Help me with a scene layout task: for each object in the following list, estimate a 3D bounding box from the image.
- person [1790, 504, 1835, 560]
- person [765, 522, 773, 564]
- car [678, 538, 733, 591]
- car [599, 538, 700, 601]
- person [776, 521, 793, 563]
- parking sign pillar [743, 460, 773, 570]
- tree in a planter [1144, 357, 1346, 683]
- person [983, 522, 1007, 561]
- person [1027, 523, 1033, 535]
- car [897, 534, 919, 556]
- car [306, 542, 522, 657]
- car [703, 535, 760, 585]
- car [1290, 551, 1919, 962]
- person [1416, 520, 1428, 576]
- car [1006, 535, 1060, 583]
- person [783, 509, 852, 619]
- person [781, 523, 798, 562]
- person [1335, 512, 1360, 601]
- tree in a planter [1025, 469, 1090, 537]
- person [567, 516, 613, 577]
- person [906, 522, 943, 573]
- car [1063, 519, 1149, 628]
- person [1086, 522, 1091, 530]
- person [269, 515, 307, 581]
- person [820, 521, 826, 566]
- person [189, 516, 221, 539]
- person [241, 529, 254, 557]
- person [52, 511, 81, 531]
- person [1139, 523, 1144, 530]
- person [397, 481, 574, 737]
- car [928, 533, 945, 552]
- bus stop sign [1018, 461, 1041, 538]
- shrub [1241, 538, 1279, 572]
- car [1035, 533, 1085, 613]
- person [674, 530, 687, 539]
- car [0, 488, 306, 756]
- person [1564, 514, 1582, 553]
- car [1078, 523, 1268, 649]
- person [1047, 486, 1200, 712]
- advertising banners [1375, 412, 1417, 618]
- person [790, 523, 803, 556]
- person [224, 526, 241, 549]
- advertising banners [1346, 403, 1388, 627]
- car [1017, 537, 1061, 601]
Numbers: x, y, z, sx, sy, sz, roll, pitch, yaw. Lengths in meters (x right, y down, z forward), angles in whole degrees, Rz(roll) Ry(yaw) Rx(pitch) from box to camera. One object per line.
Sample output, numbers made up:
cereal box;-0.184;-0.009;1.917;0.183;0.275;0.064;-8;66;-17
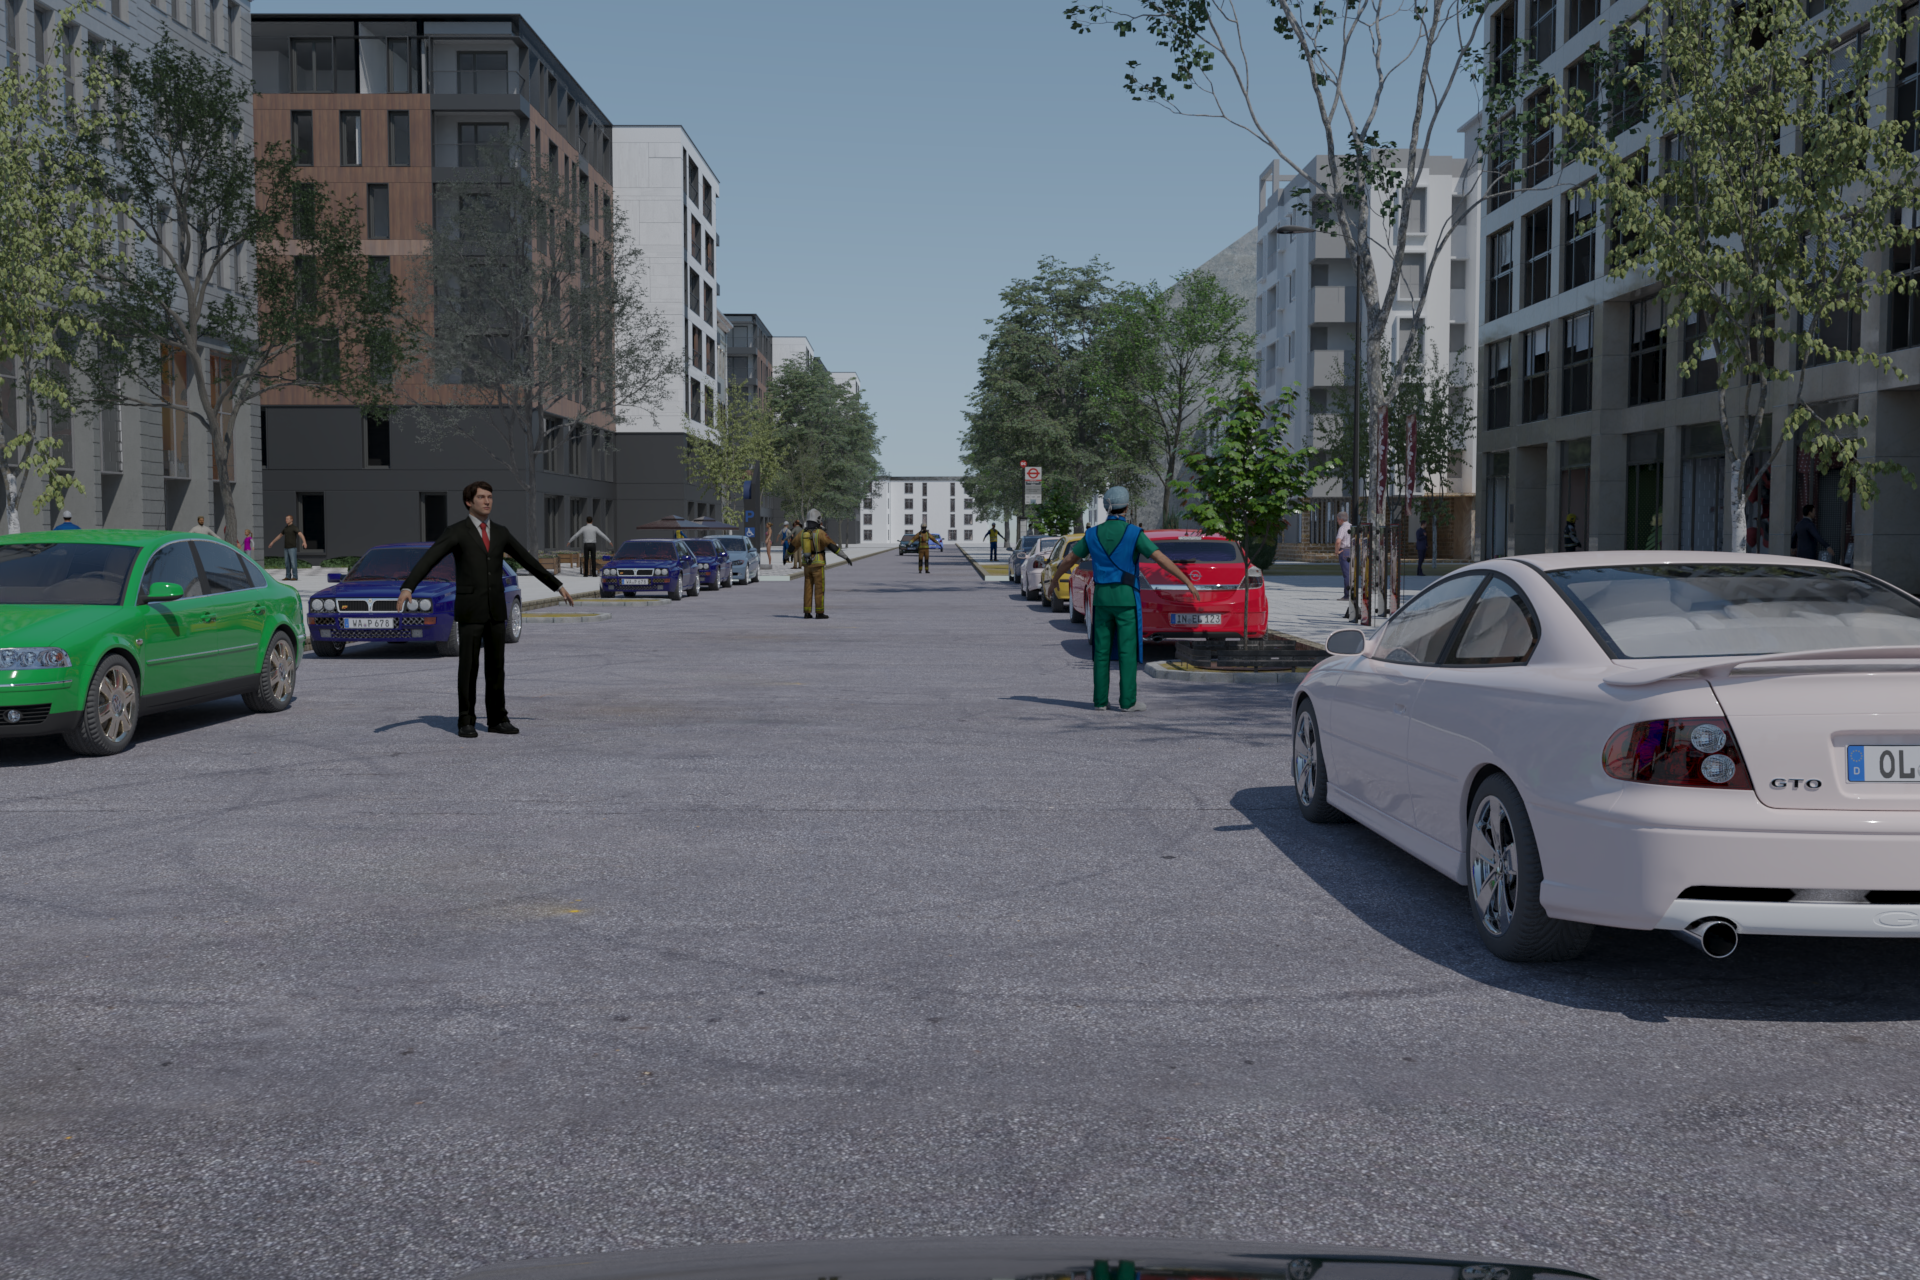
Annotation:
person;15.414;-1.554;31.464;0.704;1.823;1.345;0;4;-3
person;-7.468;-3.679;66.956;0.721;1.733;1.217;0;4;-7
car;-6.949;-1.980;44.954;1.945;1.354;3.894;0;4;0
car;-6.864;-1.584;38.475;1.945;1.354;3.894;0;3;0
person;-7.699;-4.347;76.928;1.347;1.847;0.705;3;4;36
parking sign pillar;-7.524;-4.541;62.713;1.447;3.967;1.447;0;4;1
tree in a planter;2.921;-1.246;17.595;1.991;3.239;1.994;0;4;-1
person;1.599;-4.624;81.564;1.349;1.833;0.705;-2;4;-33
person;3.486;-4.812;84.858;0.705;1.806;1.347;1;4;19
car;-3.206;-6.491;115.914;2.009;1.686;4.222;0;4;-1
car;-6.676;-0.543;21.464;1.945;1.354;3.894;0;3;0
car;-6.814;-2.326;50.038;2.014;1.417;4.499;0;3;0
car;2.678;0.316;7.201;2.083;1.381;4.827;0;4;-2
person;14.132;-2.815;52.995;0.541;1.710;0.530;-3;4;-38
car;2.399;-2.417;51.518;2.014;1.417;4.499;0;4;-2
person;-2.451;-1.286;29.253;1.354;1.858;0.705;2;4;27
person;-7.491;-4.419;78.473;1.346;1.802;0.704;1;4;12
person;7.381;-1.610;33.306;0.756;1.711;0.436;-3;4;-36
tree in a planter;2.698;-3.111;48.080;1.991;3.239;1.994;0;4;-1
person;-11.006;-2.773;51.500;1.344;1.810;0.704;-1;4;-11
person;-1.313;-3.349;62.983;1.354;1.858;0.705;-1;4;-15
car;2.693;-1.074;26.608;2.155;1.783;4.494;0;4;-1
person;6.270;-4.834;84.823;0.705;1.856;1.354;3;5;39
person;-18.394;-2.526;47.523;1.348;1.803;0.705;2;4;25
person;-5.639;-3.907;70.002;0.705;1.813;1.348;2;4;26
person;-22.594;-2.785;51.618;1.344;1.819;0.704;-3;4;-38
person;-22.357;-2.750;54.225;0.991;1.433;0.599;3;4;39
person;-21.569;-2.202;41.888;1.347;1.842;0.705;-2;4;-31
person;8.445;-4.573;80.898;1.346;1.812;0.704;1;4;22
person;-3.397;-0.226;12.336;1.347;1.806;0.705;-3;5;-42
car;-2.210;-8.025;140.799;1.945;1.707;3.694;0;4;-1
bus stop sign;2.519;-4.535;62.854;0.855;3.939;0.416;0;4;-1
shrub;9.564;-3.209;56.502;1.661;2.075;1.752;0;3;0
car;2.482;-1.395;33.026;2.015;1.641;3.980;0;4;-1
person;-11.970;-4.164;74.537;0.721;1.772;1.216;-3;5;-39
car;-6.336;-0.231;12.580;1.959;1.807;4.718;0;4;0
person;17.267;-2.637;48.880;0.704;1.858;1.351;0;4;6
car;2.556;-0.737;21.092;2.155;1.783;4.494;0;4;-1
person;1.283;-0.334;14.040;1.347;1.817;0.704;2;4;29
advertising banners;6.544;-1.824;26.012;0.090;3.025;2.074;0;4;0
person;-8.198;-5.028;88.345;1.345;1.843;0.704;3;5;42
person;-18.736;-2.355;44.618;0.704;1.816;1.345;-2;4;-31
advertising banners;5.698;-1.716;24.247;0.090;3.025;2.074;0;4;0
car;2.342;-1.610;38.692;2.083;1.381;4.827;0;4;0
